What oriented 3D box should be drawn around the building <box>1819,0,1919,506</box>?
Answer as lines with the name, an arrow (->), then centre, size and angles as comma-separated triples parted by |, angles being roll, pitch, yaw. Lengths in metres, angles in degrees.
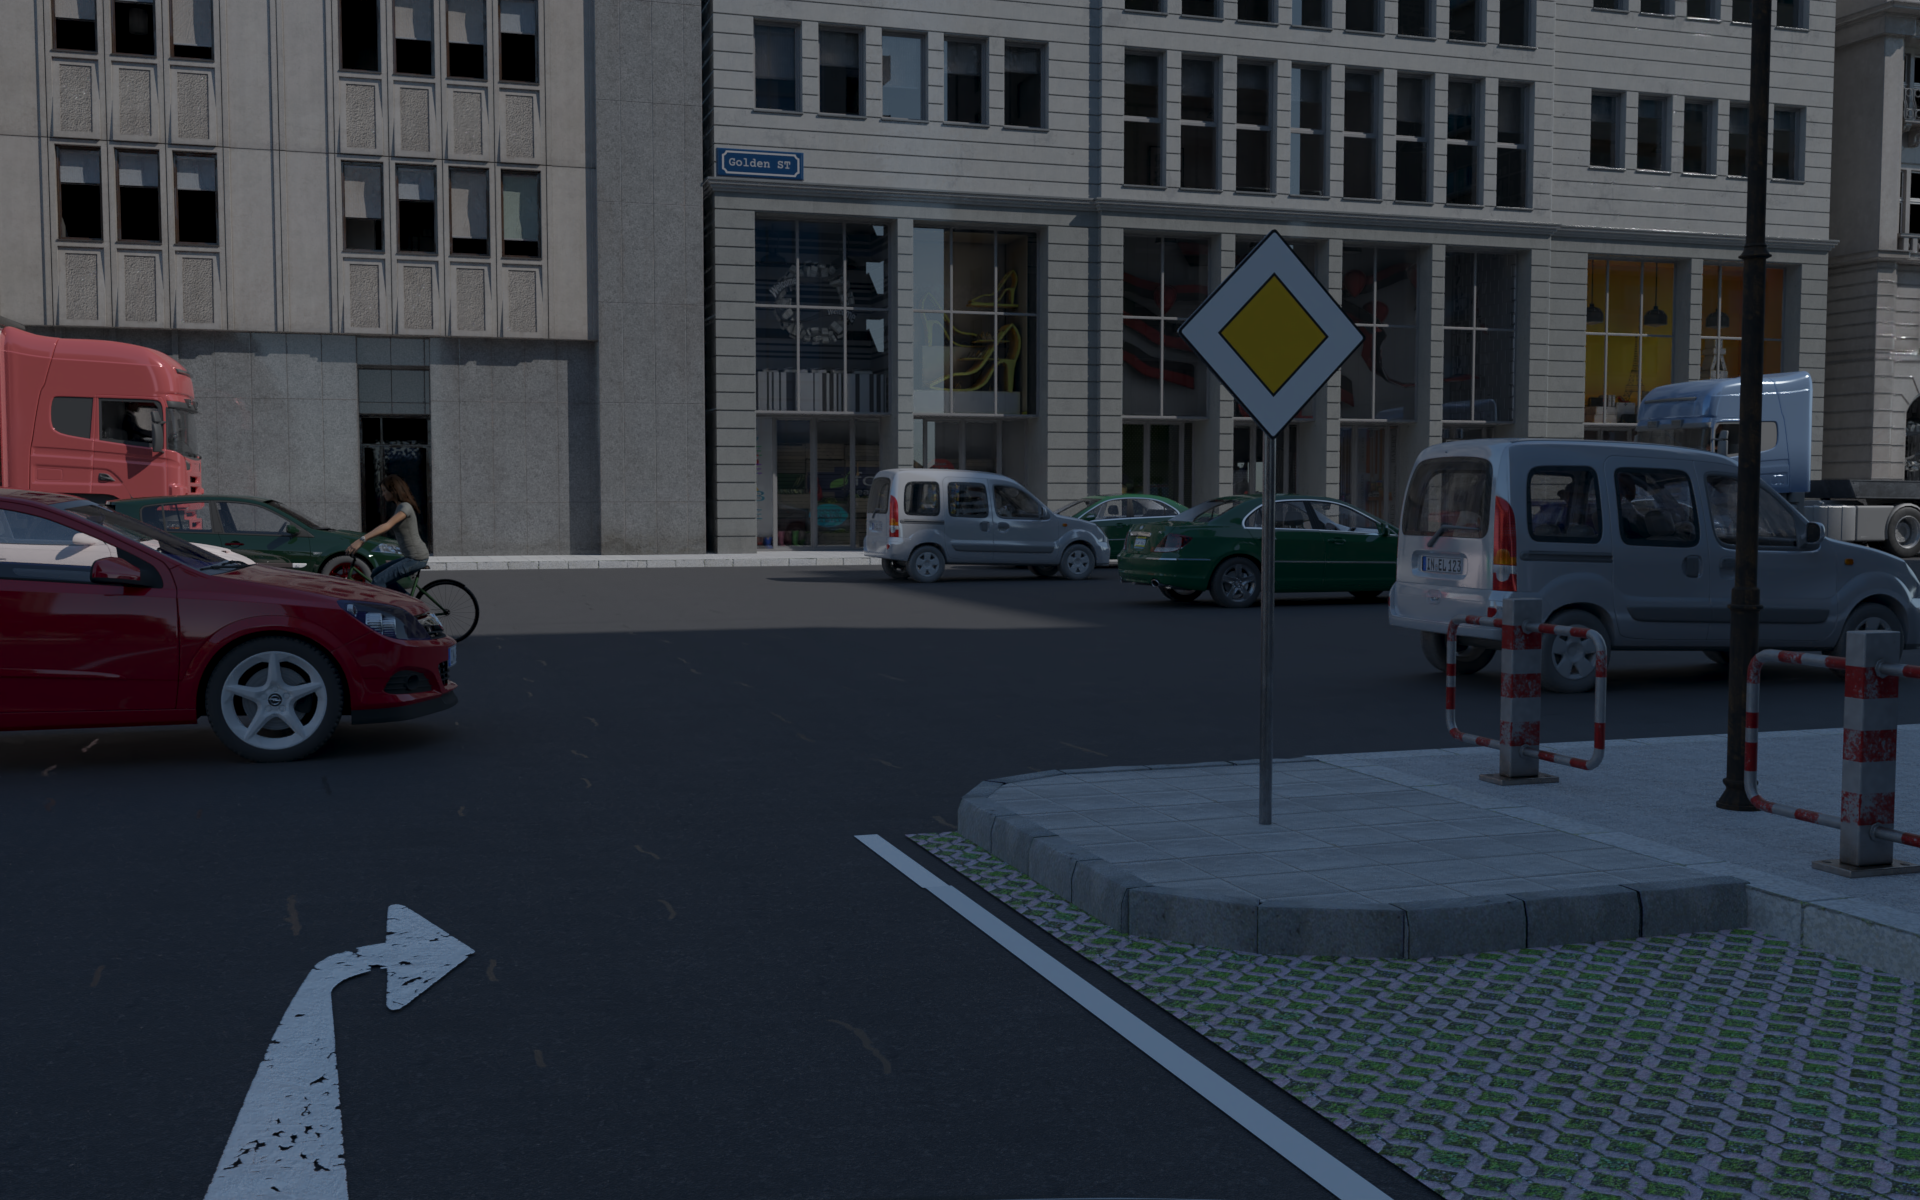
building -> 33.898, -13.072, 55.535 | 24.055, 21.916, 13.314 | -1, 4, -18

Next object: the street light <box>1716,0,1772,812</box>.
street light -> 3.189, -2.087, 6.903 | 0.468, 5.910, 1.993 | -1, 4, -18

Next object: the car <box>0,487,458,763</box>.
car -> -5.142, -0.036, 9.635 | 4.494, 1.783, 2.155 | -1, 4, -17

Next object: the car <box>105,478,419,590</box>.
car -> -9.353, -0.798, 22.838 | 4.222, 1.686, 2.009 | -1, 4, -17

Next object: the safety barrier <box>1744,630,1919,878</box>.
safety barrier -> 3.086, 0.514, 5.877 | 0.300, 0.817, 1.120 | -1, 4, -18

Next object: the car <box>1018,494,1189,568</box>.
car -> 2.840, -1.357, 33.989 | 4.920, 1.459, 2.131 | -1, 4, -17

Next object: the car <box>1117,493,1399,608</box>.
car -> 4.523, -0.682, 22.953 | 4.920, 1.459, 2.131 | -1, 4, -18

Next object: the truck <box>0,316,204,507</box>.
truck -> -17.267, -2.326, 26.948 | 11.283, 4.237, 2.839 | -1, 4, -16

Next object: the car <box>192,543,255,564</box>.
car -> -10.366, -0.430, 19.392 | 4.827, 1.381, 2.083 | -1, 4, -20

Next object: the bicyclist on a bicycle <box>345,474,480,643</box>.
bicyclist on a bicycle -> -5.356, -0.382, 16.262 | 1.625, 1.676, 1.499 | -1, 4, -16

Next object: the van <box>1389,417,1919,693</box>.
van -> 5.486, -0.399, 13.532 | 4.112, 2.044, 2.013 | -1, 4, -16

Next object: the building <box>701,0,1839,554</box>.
building -> 7.185, -16.406, 45.733 | 29.804, 29.767, 11.434 | -1, 4, -18

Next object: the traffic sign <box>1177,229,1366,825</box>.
traffic sign -> 1.185, -0.185, 6.674 | 0.795, 2.450, 0.064 | -1, 4, -18

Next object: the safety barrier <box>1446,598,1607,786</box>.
safety barrier -> 2.496, 0.402, 7.710 | 0.300, 0.817, 1.120 | -1, 4, -18

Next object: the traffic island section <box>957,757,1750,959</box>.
traffic island section -> 1.205, 0.949, 6.758 | 2.009, 0.180, 2.903 | -1, 4, -18

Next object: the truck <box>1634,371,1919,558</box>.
truck -> 23.722, -3.106, 40.536 | 18.799, 4.110, 2.967 | -1, 4, -17

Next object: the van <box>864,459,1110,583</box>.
van -> 0.487, -1.347, 29.039 | 4.112, 2.044, 2.013 | -1, 4, -19

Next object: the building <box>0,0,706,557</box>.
building -> -16.704, -13.500, 38.754 | 19.932, 24.808, 12.078 | -1, 4, -18
